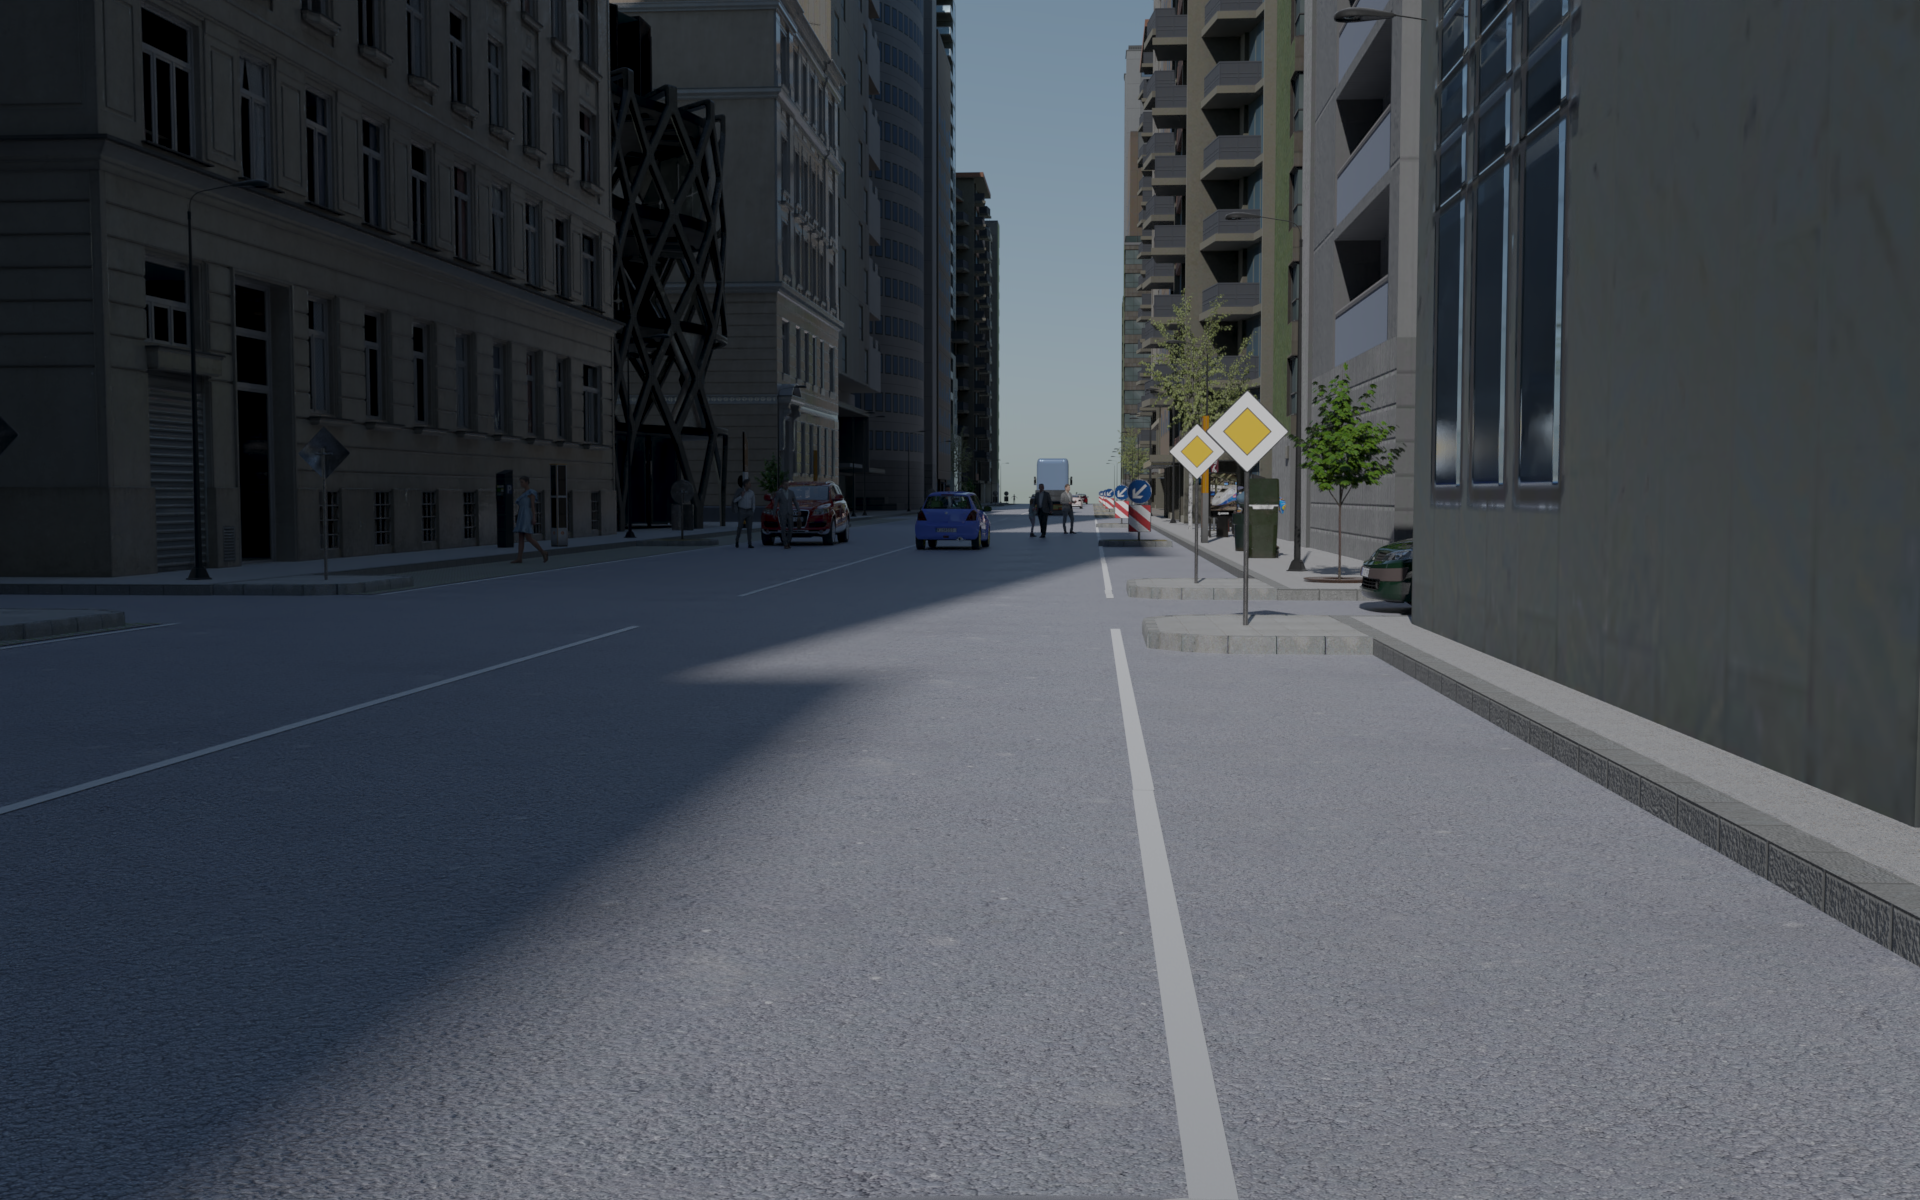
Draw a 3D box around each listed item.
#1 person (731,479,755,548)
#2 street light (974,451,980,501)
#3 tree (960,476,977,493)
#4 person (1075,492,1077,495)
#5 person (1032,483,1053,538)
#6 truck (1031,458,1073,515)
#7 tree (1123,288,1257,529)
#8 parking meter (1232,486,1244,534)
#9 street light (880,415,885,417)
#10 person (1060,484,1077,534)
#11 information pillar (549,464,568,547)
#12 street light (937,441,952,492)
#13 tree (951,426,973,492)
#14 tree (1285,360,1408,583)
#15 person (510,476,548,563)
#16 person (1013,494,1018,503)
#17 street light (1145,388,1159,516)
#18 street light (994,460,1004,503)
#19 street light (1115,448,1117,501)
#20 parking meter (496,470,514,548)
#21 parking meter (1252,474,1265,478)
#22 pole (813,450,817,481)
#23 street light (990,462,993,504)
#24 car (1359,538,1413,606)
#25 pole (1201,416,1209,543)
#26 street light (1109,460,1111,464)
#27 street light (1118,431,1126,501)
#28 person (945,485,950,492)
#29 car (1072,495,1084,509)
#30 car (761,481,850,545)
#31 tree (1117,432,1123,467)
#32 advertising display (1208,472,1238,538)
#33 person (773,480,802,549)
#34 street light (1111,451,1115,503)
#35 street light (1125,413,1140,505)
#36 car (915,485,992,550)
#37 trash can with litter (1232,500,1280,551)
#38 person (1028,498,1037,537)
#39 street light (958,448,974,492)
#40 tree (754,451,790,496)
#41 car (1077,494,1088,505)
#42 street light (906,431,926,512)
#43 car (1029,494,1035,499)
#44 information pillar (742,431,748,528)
[{"bbox_3d":[-5.749,-2.288,46.005,0.679,1.850,0.850,-2,4,-33],"label":"person"},{"bbox_3d":[1.128,-12.996,185.025,1.470,5.913,1.316,0,4,4],"label":"street light"},{"bbox_3d":[0.986,-12.009,190.953,1.663,3.219,1.824,0,3,0],"label":"tree"},{"bbox_3d":[16.631,-14.468,245.855,0.445,1.727,0.742,3,5,42],"label":"person"},{"bbox_3d":[2.676,-2.916,56.568,0.661,1.777,0.834,1,4,12],"label":"person"},{"bbox_3d":[6.575,-8.240,124.475,2.967,4.110,18.799,0,4,4],"label":"truck"},{"bbox_3d":[8.645,-6.886,62.956,4.737,8.622,4.395,0,3,0],"label":"tree"},{"bbox_3d":[8.870,-2.868,55.298,0.372,1.533,0.369,0,3,0],"label":"parking meter"},{"bbox_3d":[-5.108,-7.946,102.461,1.470,5.913,1.316,0,4,4],"label":"street light"},{"bbox_3d":[3.945,-3.294,62.554,0.583,1.804,0.606,3,5,42],"label":"person"},{"bbox_3d":[-9.772,-2.306,42.191,0.304,2.012,0.304,3,5,43],"label":"information pillar"},{"bbox_3d":[-1.406,-10.875,150.349,1.470,5.913,1.316,0,4,4],"label":"street light"},{"bbox_3d":[-0.443,-13.915,177.865,4.360,8.622,3.978,0,3,0],"label":"tree"},{"bbox_3d":[5.544,-1.869,25.152,1.663,3.219,1.824,0,3,0],"label":"tree"},{"bbox_3d":[-8.938,-1.663,35.784,0.778,1.811,0.616,-2,4,-29],"label":"person"},{"bbox_3d":[7.814,-14.531,249.307,0.991,1.433,0.599,-1,4,-10],"label":"person"},{"bbox_3d":[8.813,-6.320,75.872,1.470,5.913,1.316,0,4,4],"label":"street light"},{"bbox_3d":[4.766,-15.927,232.941,1.470,5.913,1.316,0,4,4],"label":"street light"},{"bbox_3d":[14.596,-10.986,152.160,1.470,5.913,1.316,0,4,4],"label":"street light"},{"bbox_3d":[-10.885,-2.184,41.414,0.255,1.863,0.399,1,4,20],"label":"parking meter"},{"bbox_3d":[8.750,-2.754,50.732,0.399,1.863,0.255,0,4,-6],"label":"parking meter"},{"bbox_3d":[-6.729,-5.306,80.603,0.158,3.312,0.155,0,3,0],"label":"pole"},{"bbox_3d":[2.867,-14.440,208.635,1.470,5.913,1.316,0,4,4],"label":"street light"},{"bbox_3d":[7.005,-0.683,20.959,4.222,1.686,2.009,0,4,4],"label":"car"},{"bbox_3d":[6.403,-3.146,45.278,0.158,3.312,0.155,0,3,0],"label":"pole"},{"bbox_3d":[17.159,-13.154,187.609,1.470,5.913,1.316,0,4,4],"label":"street light"},{"bbox_3d":[12.653,-9.524,128.257,1.470,5.913,1.316,0,4,4],"label":"street light"},{"bbox_3d":[-0.451,-3.385,64.186,0.721,1.781,0.623,3,5,42],"label":"person"},{"bbox_3d":[11.008,-9.556,168.609,2.083,1.381,4.827,0,4,5],"label":"car"},{"bbox_3d":[-4.421,-2.530,50.036,2.281,1.827,5.304,0,4,3],"label":"car"},{"bbox_3d":[18.408,-14.243,183.230,4.737,8.622,4.395,0,3,0],"label":"tree"},{"bbox_3d":[7.746,-2.806,51.091,0.974,1.923,0.123,-2,4,-24],"label":"advertising display"},{"bbox_3d":[-4.532,-2.249,45.384,0.709,1.813,0.853,-2,4,-27],"label":"person"},{"bbox_3d":[16.321,-12.441,175.945,1.470,5.913,1.316,0,4,4],"label":"street light"},{"bbox_3d":[10.418,-7.765,99.492,1.470,5.913,1.316,0,4,4],"label":"street light"},{"bbox_3d":[-0.156,-2.220,45.896,1.945,1.707,3.694,0,4,6],"label":"car"},{"bbox_3d":[6.632,-1.675,38.768,1.055,1.170,0.624,2,4,27],"label":"trash can with litter"},{"bbox_3d":[2.441,-2.759,57.883,0.394,1.301,0.425,-3,5,-40],"label":"person"},{"bbox_3d":[0.409,-12.320,173.978,1.470,5.913,1.316,0,4,4],"label":"street light"},{"bbox_3d":[-8.491,-5.095,77.912,1.663,3.219,1.824,0,3,0],"label":"tree"},{"bbox_3d":[16.719,-14.066,239.021,2.155,1.783,4.494,0,4,2],"label":"car"},{"bbox_3d":[-3.213,-9.431,126.744,1.470,5.913,1.316,0,4,4],"label":"street light"},{"bbox_3d":[9.636,-12.631,215.561,2.155,1.783,4.494,0,4,4],"label":"car"},{"bbox_3d":[-8.056,-4.506,65.022,0.183,3.616,0.504,1,4,8],"label":"information pillar"}]
